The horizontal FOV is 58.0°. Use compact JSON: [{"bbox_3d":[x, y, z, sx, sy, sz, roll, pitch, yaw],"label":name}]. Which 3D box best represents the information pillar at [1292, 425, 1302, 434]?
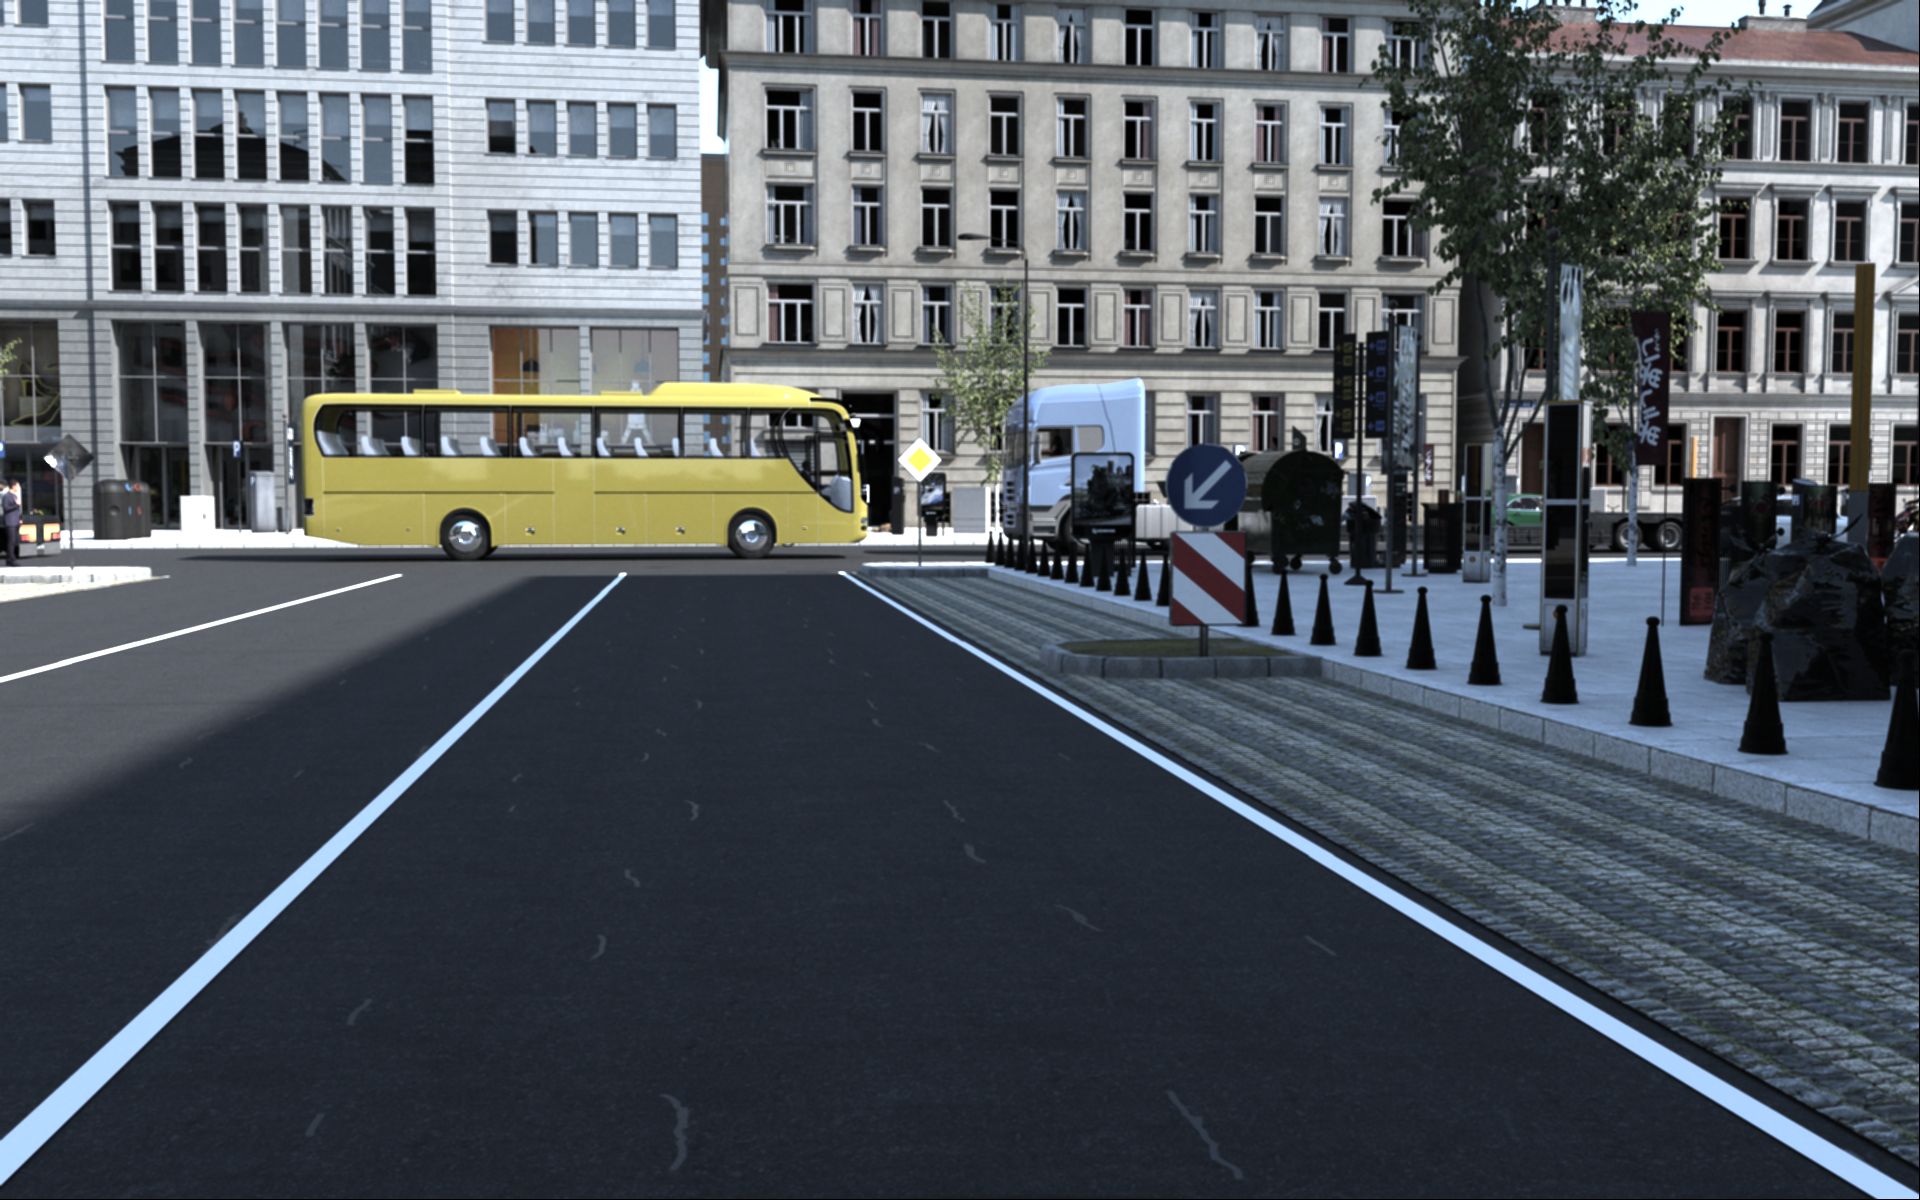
[{"bbox_3d":[11.526,-4.137,58.994,0.504,3.616,0.183,0,4,6],"label":"information pillar"}]

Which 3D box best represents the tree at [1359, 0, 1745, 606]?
[{"bbox_3d":[6.273,-4.225,19.444,4.737,8.622,4.395,0,3,0],"label":"tree"}]

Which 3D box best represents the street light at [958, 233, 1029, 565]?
[{"bbox_3d":[0.652,-3.577,31.020,1.470,5.913,1.316,-1,4,-8],"label":"street light"}]

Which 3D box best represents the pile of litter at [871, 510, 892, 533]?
[{"bbox_3d":[-2.408,-2.683,57.835,1.176,0.858,1.719,0,4,8],"label":"pile of litter"}]

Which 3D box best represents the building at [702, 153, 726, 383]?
[{"bbox_3d":[-33.393,-35.247,226.397,14.200,45.320,14.600,-1,4,-8],"label":"building"}]

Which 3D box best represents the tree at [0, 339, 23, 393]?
[{"bbox_3d":[-30.972,-6.226,52.160,4.737,8.622,4.395,0,3,0],"label":"tree"}]

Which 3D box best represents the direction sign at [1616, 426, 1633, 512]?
[{"bbox_3d":[22.084,-4.012,57.585,0.379,3.537,0.876,-1,4,-13],"label":"direction sign"}]

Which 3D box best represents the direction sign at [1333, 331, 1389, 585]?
[{"bbox_3d":[5.631,-1.982,24.410,0.379,3.537,0.876,-3,5,-44],"label":"direction sign"}]

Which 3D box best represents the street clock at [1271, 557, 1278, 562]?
[{"bbox_3d":[5.990,-1.719,32.673,0.471,2.002,0.358,1,4,23],"label":"street clock"}]

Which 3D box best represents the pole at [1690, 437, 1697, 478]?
[{"bbox_3d":[26.234,-4.169,62.014,0.158,3.312,0.155,0,3,0],"label":"pole"}]

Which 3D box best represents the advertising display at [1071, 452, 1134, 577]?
[{"bbox_3d":[2.206,-1.324,26.862,0.974,1.923,0.123,0,4,-4],"label":"advertising display"}]

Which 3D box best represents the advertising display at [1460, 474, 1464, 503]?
[{"bbox_3d":[16.569,-3.085,55.647,0.974,1.923,0.123,2,4,33],"label":"advertising display"}]

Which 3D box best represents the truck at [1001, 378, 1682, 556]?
[{"bbox_3d":[9.713,-3.202,42.115,18.799,4.110,2.967,-1,4,-10],"label":"truck"}]

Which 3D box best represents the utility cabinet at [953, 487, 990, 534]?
[{"bbox_3d":[0.369,-2.866,55.546,1.173,1.500,0.318,2,4,25],"label":"utility cabinet"}]

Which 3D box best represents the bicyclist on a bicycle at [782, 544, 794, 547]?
[{"bbox_3d":[-5.195,-2.266,47.076,1.625,1.676,1.499,0,4,-8],"label":"bicyclist on a bicycle"}]

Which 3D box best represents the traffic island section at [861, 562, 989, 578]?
[{"bbox_3d":[-0.698,-0.530,30.951,2.009,0.180,2.903,-1,4,-8],"label":"traffic island section"}]

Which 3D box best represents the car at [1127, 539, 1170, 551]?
[{"bbox_3d":[6.700,-2.007,44.609,4.920,1.459,2.131,0,4,-7],"label":"car"}]

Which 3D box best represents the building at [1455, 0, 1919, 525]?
[{"bbox_3d":[30.219,-14.555,74.127,21.152,22.565,11.583,-1,4,-8],"label":"building"}]

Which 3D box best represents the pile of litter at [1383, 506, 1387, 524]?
[{"bbox_3d":[15.247,-3.025,63.422,1.719,0.858,1.176,-2,4,-30],"label":"pile of litter"}]

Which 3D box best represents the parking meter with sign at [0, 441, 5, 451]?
[{"bbox_3d":[-31.437,-3.662,56.130,0.543,3.016,1.738,-1,4,-15],"label":"parking meter with sign"}]

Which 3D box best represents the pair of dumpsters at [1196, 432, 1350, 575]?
[{"bbox_3d":[5.183,-1.654,29.534,1.574,2.255,4.437,0,4,-8],"label":"pair of dumpsters"}]

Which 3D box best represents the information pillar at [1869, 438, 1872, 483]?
[{"bbox_3d":[31.782,-4.259,60.996,0.504,3.616,0.183,2,4,34],"label":"information pillar"}]

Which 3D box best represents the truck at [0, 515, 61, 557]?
[{"bbox_3d":[-30.085,-2.943,37.870,18.799,4.110,2.967,0,4,-7],"label":"truck"}]

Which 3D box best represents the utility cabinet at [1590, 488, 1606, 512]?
[{"bbox_3d":[24.281,-3.555,66.799,1.173,1.500,0.318,2,4,24],"label":"utility cabinet"}]

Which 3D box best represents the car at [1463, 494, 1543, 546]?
[{"bbox_3d":[16.216,-2.270,48.909,4.920,1.459,2.131,-1,4,-10],"label":"car"}]

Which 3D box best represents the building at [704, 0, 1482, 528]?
[{"bbox_3d":[4.502,-14.664,73.043,30.059,22.955,16.112,-1,4,-8],"label":"building"}]

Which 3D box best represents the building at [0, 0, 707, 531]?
[{"bbox_3d":[-24.669,-17.611,65.438,29.804,29.767,11.434,-1,4,-8],"label":"building"}]

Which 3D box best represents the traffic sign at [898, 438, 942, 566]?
[{"bbox_3d":[-0.720,-1.665,30.870,0.795,2.450,0.064,-1,4,-8],"label":"traffic sign"}]

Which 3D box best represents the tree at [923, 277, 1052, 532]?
[{"bbox_3d":[0.999,-6.580,57.945,4.737,8.622,4.395,0,3,0],"label":"tree"}]

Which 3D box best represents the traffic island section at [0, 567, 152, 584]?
[{"bbox_3d":[-14.842,-0.406,28.911,2.009,0.180,2.903,-1,4,-8],"label":"traffic island section"}]

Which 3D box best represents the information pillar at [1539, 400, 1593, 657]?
[{"bbox_3d":[4.806,-0.566,13.740,0.304,2.012,0.304,2,4,33],"label":"information pillar"}]

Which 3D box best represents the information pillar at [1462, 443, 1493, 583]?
[{"bbox_3d":[7.503,-1.260,25.100,0.304,2.012,0.304,3,5,41],"label":"information pillar"}]

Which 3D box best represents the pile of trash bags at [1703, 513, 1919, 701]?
[{"bbox_3d":[6.646,-0.079,11.043,3.447,1.369,1.912,1,4,21],"label":"pile of trash bags"}]

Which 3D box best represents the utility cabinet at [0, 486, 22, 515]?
[{"bbox_3d":[-26.885,-2.427,48.368,1.173,1.500,0.318,-2,4,-25],"label":"utility cabinet"}]

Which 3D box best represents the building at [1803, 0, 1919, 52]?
[{"bbox_3d":[52.138,-17.807,78.541,23.554,28.519,14.401,-1,4,-8],"label":"building"}]

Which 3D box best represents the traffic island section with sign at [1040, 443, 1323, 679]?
[{"bbox_3d":[1.720,-0.348,14.320,1.989,1.847,2.006,-1,4,-8],"label":"traffic island section with sign"}]

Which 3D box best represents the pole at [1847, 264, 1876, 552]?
[{"bbox_3d":[8.048,-1.324,15.488,0.158,3.312,0.155,0,3,0],"label":"pole"}]

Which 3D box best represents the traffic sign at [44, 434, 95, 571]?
[{"bbox_3d":[-14.820,-1.542,28.853,0.795,2.450,0.064,-1,4,-8],"label":"traffic sign"}]

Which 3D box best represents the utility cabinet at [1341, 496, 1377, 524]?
[{"bbox_3d":[11.904,-2.480,51.703,1.020,1.237,0.306,1,4,15],"label":"utility cabinet"}]

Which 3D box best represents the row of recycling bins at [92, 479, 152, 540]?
[{"bbox_3d":[-23.983,-2.593,49.514,1.069,1.692,3.534,-1,4,-12],"label":"row of recycling bins"}]

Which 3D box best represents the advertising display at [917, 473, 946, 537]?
[{"bbox_3d":[-0.854,-2.873,52.189,0.974,1.923,0.123,2,4,33],"label":"advertising display"}]

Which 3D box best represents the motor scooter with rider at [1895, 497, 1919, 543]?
[{"bbox_3d":[27.842,-2.533,50.383,1.986,1.779,0.876,-1,4,-9],"label":"motor scooter with rider"}]

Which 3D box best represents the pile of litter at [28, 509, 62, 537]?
[{"bbox_3d":[-27.036,-2.228,50.385,1.719,0.858,1.176,-3,4,-38],"label":"pile of litter"}]

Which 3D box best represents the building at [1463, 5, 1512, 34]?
[{"bbox_3d":[37.159,-33.654,169.854,30.456,49.044,23.786,-1,4,-8],"label":"building"}]

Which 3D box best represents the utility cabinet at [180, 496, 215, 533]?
[{"bbox_3d":[-24.971,-2.786,56.719,1.020,1.237,0.306,-2,4,-31],"label":"utility cabinet"}]

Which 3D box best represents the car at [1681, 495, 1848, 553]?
[{"bbox_3d":[18.375,-1.618,38.465,4.499,1.417,2.014,-1,4,-9],"label":"car"}]
